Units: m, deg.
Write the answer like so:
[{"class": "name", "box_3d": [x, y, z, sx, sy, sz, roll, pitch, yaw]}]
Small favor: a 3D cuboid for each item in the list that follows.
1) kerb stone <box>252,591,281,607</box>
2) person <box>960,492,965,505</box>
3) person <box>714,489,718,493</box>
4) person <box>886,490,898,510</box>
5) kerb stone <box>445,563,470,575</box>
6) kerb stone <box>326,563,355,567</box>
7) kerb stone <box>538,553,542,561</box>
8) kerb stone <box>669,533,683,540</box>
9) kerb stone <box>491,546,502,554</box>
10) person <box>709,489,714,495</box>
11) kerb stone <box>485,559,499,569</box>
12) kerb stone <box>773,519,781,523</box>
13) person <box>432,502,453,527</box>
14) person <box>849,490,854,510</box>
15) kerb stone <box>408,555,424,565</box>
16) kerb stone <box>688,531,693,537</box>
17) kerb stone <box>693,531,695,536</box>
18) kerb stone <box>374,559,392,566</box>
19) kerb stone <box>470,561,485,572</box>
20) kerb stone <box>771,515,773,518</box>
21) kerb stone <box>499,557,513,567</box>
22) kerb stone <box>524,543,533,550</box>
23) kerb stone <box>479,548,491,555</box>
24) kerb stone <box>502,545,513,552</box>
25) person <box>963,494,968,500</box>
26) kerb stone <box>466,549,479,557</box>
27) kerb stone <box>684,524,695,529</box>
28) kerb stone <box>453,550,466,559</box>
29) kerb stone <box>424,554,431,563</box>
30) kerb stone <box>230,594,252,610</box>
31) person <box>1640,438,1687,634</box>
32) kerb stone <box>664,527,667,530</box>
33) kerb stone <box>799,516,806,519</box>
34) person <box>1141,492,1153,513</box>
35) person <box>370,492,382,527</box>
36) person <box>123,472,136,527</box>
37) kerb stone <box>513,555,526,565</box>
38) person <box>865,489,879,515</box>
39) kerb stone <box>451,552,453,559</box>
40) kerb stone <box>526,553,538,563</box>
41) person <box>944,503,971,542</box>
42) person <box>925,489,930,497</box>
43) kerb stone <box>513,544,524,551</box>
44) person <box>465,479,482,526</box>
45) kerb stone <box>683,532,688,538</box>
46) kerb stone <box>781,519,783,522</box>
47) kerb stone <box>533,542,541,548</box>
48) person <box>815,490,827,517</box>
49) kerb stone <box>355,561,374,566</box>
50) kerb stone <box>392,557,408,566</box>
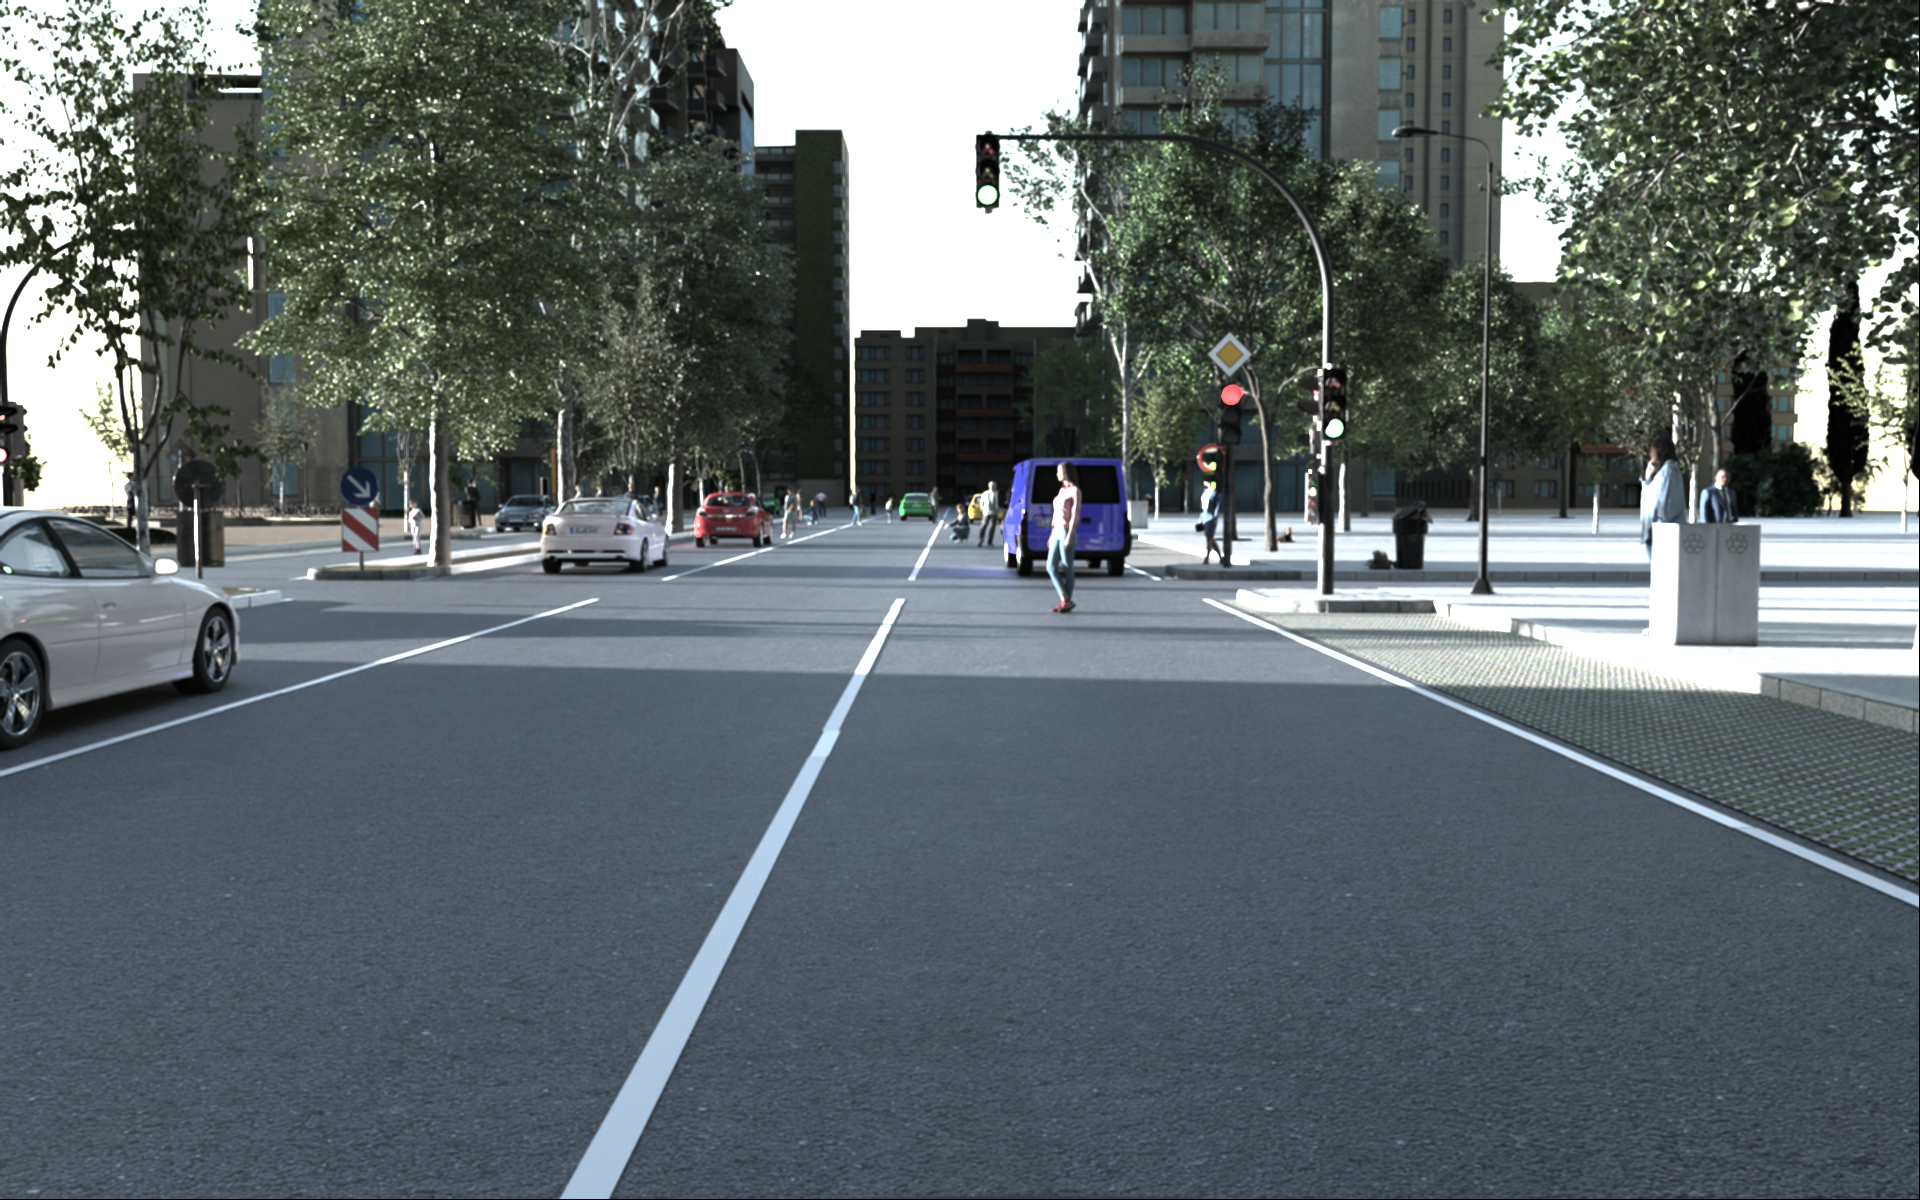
[{"class": "kerb stone", "box_3d": [-9.057, -0.015, 22.455, 0.120, 0.150, 1.000, 0, 3, 0]}, {"class": "person", "box_3d": [0.223, -8.309, 145.827, 0.415, 1.643, 0.593, 3, 4, 38]}, {"class": "person", "box_3d": [-15.898, -6.304, 112.298, 0.721, 1.735, 1.217, -1, 4, -17]}, {"class": "person", "box_3d": [-6.268, -9.260, 159.998, 1.348, 1.812, 0.705, 2, 4, 34]}, {"class": "kerb stone", "box_3d": [-9.082, -0.551, 31.200, 0.120, 0.150, 1.000, 0, 3, 0]}, {"class": "kerb stone", "box_3d": [-11.178, -0.551, 31.196, 0.120, 0.150, 1.000, 0, 3, 0]}, {"class": "kerb stone", "box_3d": [-9.088, -0.926, 37.353, 0.120, 0.150, 1.000, 0, 3, 0]}, {"class": "kerb stone", "box_3d": [-9.136, -2.054, 55.788, 0.120, 0.150, 1.000, 0, 3, 0]}, {"class": "kerb stone", "box_3d": [-11.203, -1.177, 41.433, 0.120, 0.150, 1.000, 0, 3, 0]}, {"class": "person", "box_3d": [-19.799, -8.090, 139.131, 1.217, 1.723, 0.721, 3, 5, 41]}, {"class": "kerb stone", "box_3d": [-9.085, -0.676, 33.250, 0.120, 0.150, 1.000, 0, 3, 0]}, {"class": "kerb stone", "box_3d": [-9.194, -3.935, 86.535, 0.120, 0.150, 1.000, 0, 3, 0]}, {"class": "person", "box_3d": [-19.956, -3.706, 66.917, 0.850, 1.792, 0.678, -1, 4, -15]}, {"class": "person", "box_3d": [-9.934, -9.300, 160.422, 0.599, 1.838, 0.709, -3, 4, -36]}, {"class": "kerb stone", "box_3d": [-11.188, -0.800, 35.299, 0.120, 0.150, 1.000, 0, 3, 0]}, {"class": "kerb stone", "box_3d": [-9.141, -2.180, 57.843, 0.120, 0.150, 1.000, 0, 3, 0]}, {"class": "kerb stone", "box_3d": [-9.131, -2.239, 58.873, 0.120, 0.150, 1.000, 0, 3, 0]}, {"class": "kerb stone", "box_3d": [-11.182, -0.676, 33.243, 0.120, 0.150, 1.000, 0, 3, 0]}, {"class": "kerb stone", "box_3d": [-9.078, -0.614, 32.227, 0.120, 0.150, 1.000, 0, 3, 0]}, {"class": "kerb stone", "box_3d": [-11.322, -5.000, 103.996, 0.120, 0.150, 1.000, 0, 3, 0]}, {"class": "kerb stone", "box_3d": [-9.085, -0.740, 34.287, 0.120, 0.150, 1.000, 0, 3, 0]}, {"class": "kerb stone", "box_3d": [-11.210, -1.365, 44.513, 0.120, 0.150, 1.000, 0, 3, 0]}, {"class": "kerb stone", "box_3d": [-11.199, -1.110, 40.411, 0.120, 0.150, 1.000, 0, 3, 0]}, {"class": "kerb stone", "box_3d": [-11.205, -1.239, 42.462, 0.120, 0.150, 1.000, 0, 3, 0]}, {"class": "person", "box_3d": [0.590, -7.482, 134.056, 0.697, 1.427, 0.421, 0, 4, 6]}, {"class": "kerb stone", "box_3d": [-11.190, -1.051, 39.388, 0.120, 0.150, 1.000, 0, 3, 0]}, {"class": "kerb stone", "box_3d": [-11.265, -3.058, 72.188, 0.120, 0.150, 1.000, 0, 3, 0]}, {"class": "kerb stone", "box_3d": [-11.201, -0.989, 38.366, 0.120, 0.150, 1.000, 0, 3, 0]}, {"class": "kerb stone", "box_3d": [-11.191, -0.864, 36.322, 0.120, 0.150, 1.000, 0, 3, 0]}, {"class": "kerb stone", "box_3d": [-9.063, 0.047, 21.431, 0.120, 0.150, 1.000, 0, 3, 0]}, {"class": "person", "box_3d": [6.430, -0.577, 15.739, 0.793, 1.790, 0.793, -1, 4, -22]}, {"class": "kerb stone", "box_3d": [-11.252, -2.740, 67.066, 0.120, 0.150, 1.000, 0, 3, 0]}, {"class": "kerb stone", "box_3d": [-9.226, -4.869, 101.893, 0.120, 0.150, 1.000, 0, 3, 0]}, {"class": "person", "box_3d": [12.399, -6.442, 114.552, 0.628, 1.438, 0.799, 2, 4, 31]}, {"class": "person", "box_3d": [-22.946, -3.758, 67.709, 0.641, 1.798, 0.478, -1, 4, -20]}, {"class": "person", "box_3d": [-23.064, -2.631, 48.419, 0.648, 1.900, 0.474, 1, 4, 21]}, {"class": "kerb stone", "box_3d": [-9.080, -0.802, 35.309, 0.120, 0.150, 1.000, 0, 3, 0]}, {"class": "person", "box_3d": [-6.099, -6.882, 121.032, 1.348, 1.822, 0.705, 3, 5, 45]}, {"class": "kerb stone", "box_3d": [-11.190, -0.927, 37.344, 0.120, 0.150, 1.000, 0, 3, 0]}, {"class": "kerb stone", "box_3d": [-9.091, -0.865, 36.331, 0.120, 0.150, 1.000, 0, 3, 0]}, {"class": "person", "box_3d": [-0.040, -2.283, 51.329, 0.738, 1.151, 1.012, -1, 4, -9]}, {"class": "person", "box_3d": [-2.455, -7.386, 129.352, 1.350, 1.814, 0.705, 2, 4, 33]}, {"class": "kerb stone", "box_3d": [-11.203, -1.302, 43.489, 0.120, 0.150, 1.000, 0, 3, 0]}, {"class": "person", "box_3d": [-19.887, -3.999, 70.783, 0.648, 1.900, 0.474, -1, 4, -12]}, {"class": "kerb stone", "box_3d": [-9.131, -2.117, 56.810, 0.120, 0.150, 1.000, 0, 3, 0]}, {"class": "kerb stone", "box_3d": [-9.190, -3.997, 87.557, 0.120, 0.150, 1.000, 0, 3, 0]}, {"class": "kerb stone", "box_3d": [-11.210, -1.428, 45.535, 0.120, 0.150, 1.000, 0, 3, 0]}, {"class": "person", "box_3d": [-8.757, -6.105, 109.254, 0.756, 1.711, 0.436, 1, 4, 11]}, {"class": "kerb stone", "box_3d": [-11.183, -0.613, 32.221, 0.120, 0.150, 1.000, 0, 3, 0]}, {"class": "kerb stone", "box_3d": [-11.186, -0.739, 34.272, 0.120, 0.150, 1.000, 0, 3, 0]}]
